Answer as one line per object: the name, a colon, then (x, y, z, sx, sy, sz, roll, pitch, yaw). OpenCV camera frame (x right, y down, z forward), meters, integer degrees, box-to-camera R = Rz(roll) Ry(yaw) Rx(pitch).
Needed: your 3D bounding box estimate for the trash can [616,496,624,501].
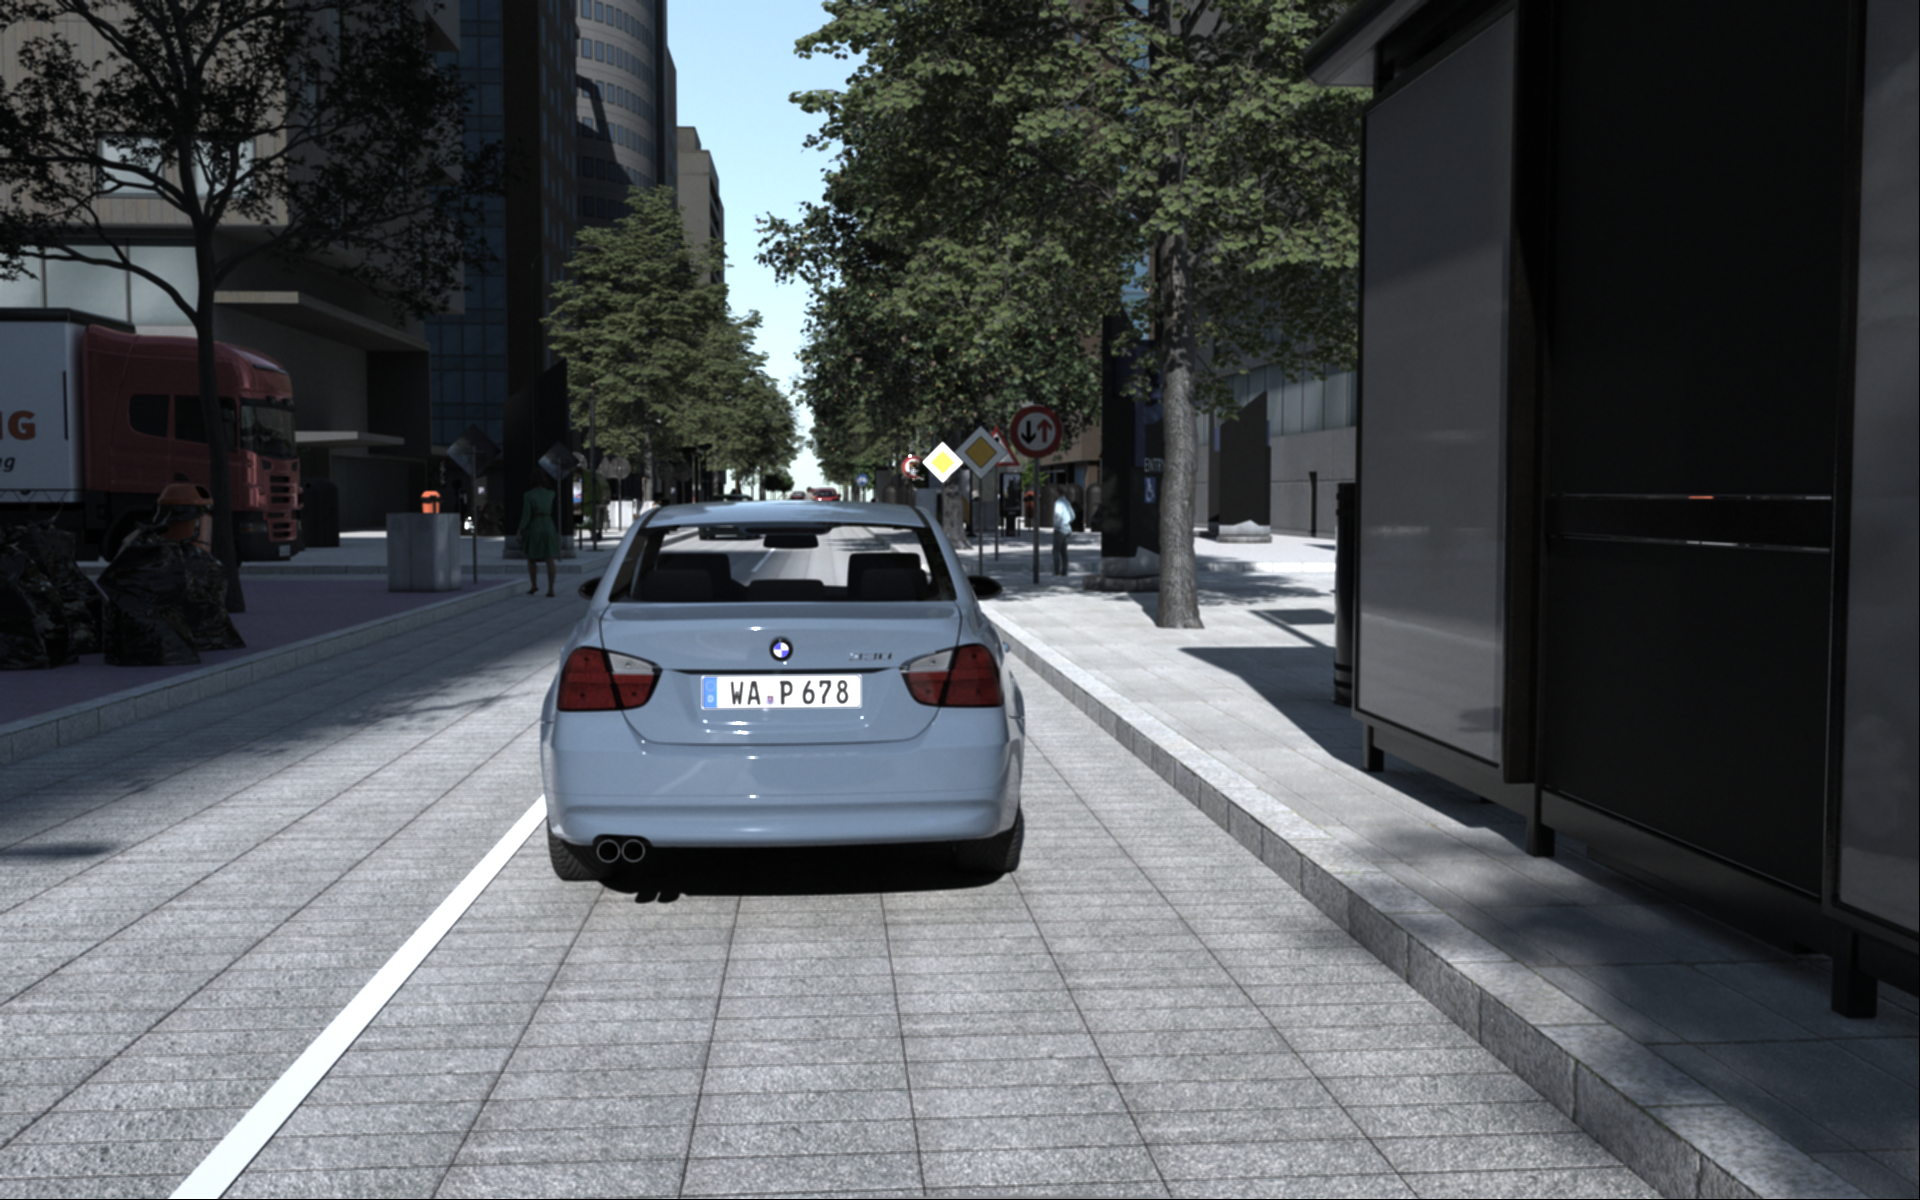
trash can: (-20.329, -5.654, 104.095, 0.748, 1.137, 0.748, 0, 3, 0)

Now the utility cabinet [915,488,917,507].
utility cabinet: (-1.244, -3.776, 70.423, 0.318, 1.500, 1.173, 3, 5, 44)

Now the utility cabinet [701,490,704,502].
utility cabinet: (-12.538, -4.575, 83.477, 0.318, 1.500, 1.173, -2, 4, -28)

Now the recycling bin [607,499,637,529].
recycling bin: (-12.504, -3.132, 63.754, 0.722, 1.027, 0.722, -3, 5, -41)

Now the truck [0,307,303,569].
truck: (-15.689, -2.340, 27.167, 11.283, 4.237, 2.839, 0, 4, -3)

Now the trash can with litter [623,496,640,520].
trash can with litter: (-16.043, -4.500, 84.963, 1.055, 1.170, 0.624, 2, 4, 33)

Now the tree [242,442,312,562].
tree: (-13.546, -2.372, 33.377, 1.663, 3.219, 1.824, 0, 3, 0)

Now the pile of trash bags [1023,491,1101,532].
pile of trash bags: (3.756, -3.015, 59.041, 3.447, 1.369, 1.912, 2, 4, 25)

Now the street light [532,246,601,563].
street light: (-7.416, -3.666, 32.483, 1.470, 5.913, 1.316, 0, 4, -5)

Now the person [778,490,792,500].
person: (-13.687, -7.697, 135.126, 1.217, 1.735, 0.721, 1, 4, 15)

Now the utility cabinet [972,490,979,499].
utility cabinet: (0.533, -5.391, 96.825, 1.173, 1.500, 0.318, 2, 4, 26)

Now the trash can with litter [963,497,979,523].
trash can with litter: (0.474, -4.032, 77.314, 1.055, 1.170, 0.624, -2, 4, -33)

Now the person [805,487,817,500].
person: (-7.155, -4.589, 83.895, 0.716, 1.782, 0.532, 2, 4, 28)

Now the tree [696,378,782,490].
tree: (-16.857, -11.995, 130.537, 7.601, 10.594, 8.767, 1, 4, 10)

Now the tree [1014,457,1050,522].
tree: (3.243, -5.221, 79.967, 1.663, 3.219, 1.824, 0, 3, 0)

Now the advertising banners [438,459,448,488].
advertising banners: (-24.509, -5.117, 79.855, 2.074, 3.025, 0.090, 1, 4, 13)

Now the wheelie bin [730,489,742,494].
wheelie bin: (-13.782, -6.044, 106.732, 0.980, 1.594, 0.693, 2, 4, 30)

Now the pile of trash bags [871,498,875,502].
pile of trash bags: (-4.015, -5.947, 106.992, 1.912, 1.369, 3.447, 1, 4, 19)

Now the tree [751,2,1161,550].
tree: (-0.106, -7.515, 39.873, 9.611, 12.733, 9.660, 0, 3, 0)

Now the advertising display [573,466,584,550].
advertising display: (-9.140, -2.113, 39.760, 0.974, 1.923, 0.123, -2, 4, -25)

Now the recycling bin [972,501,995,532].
recycling bin: (0.789, -2.873, 59.520, 0.722, 1.027, 0.722, 2, 4, 30)

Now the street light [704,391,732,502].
street light: (-10.962, -6.463, 78.208, 1.470, 5.913, 1.316, 0, 4, -5)

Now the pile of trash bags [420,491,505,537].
pile of trash bags: (-14.542, -2.599, 52.249, 3.447, 1.369, 1.912, -2, 4, -35)

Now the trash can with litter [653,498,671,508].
trash can with litter: (-9.554, -2.666, 54.971, 0.624, 1.170, 1.055, -2, 4, -24)

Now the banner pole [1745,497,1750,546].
banner pole: (15.960, -2.764, 35.208, 0.401, 3.779, 0.863, 0, 4, 5)

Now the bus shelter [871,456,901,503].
bus shelter: (-3.799, -6.141, 94.333, 2.014, 3.302, 5.546, 0, 4, -4)

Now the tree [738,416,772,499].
tree: (-18.276, -12.249, 150.626, 4.360, 8.622, 3.978, 0, 3, 0)

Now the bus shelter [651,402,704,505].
bus shelter: (-12.822, -6.131, 77.882, 2.179, 5.291, 8.768, 0, 4, -5)

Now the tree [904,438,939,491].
tree: (-0.792, -3.610, 53.627, 1.663, 3.219, 1.824, 0, 3, 0)

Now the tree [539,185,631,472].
tree: (-11.508, -8.898, 63.602, 7.486, 12.596, 7.792, 0, 3, 0)

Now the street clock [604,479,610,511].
street clock: (-16.990, -4.781, 82.733, 0.471, 2.002, 0.358, -2, 4, -32)

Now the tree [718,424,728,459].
tree: (-20.690, -16.646, 182.535, 12.009, 13.543, 11.850, 0, 3, 0)

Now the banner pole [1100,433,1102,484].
banner pole: (5.902, -4.994, 71.676, 0.401, 3.779, 0.863, 1, 4, 22)

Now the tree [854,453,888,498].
tree: (-6.639, -9.105, 132.577, 4.285, 4.588, 4.351, 0, 3, 0)

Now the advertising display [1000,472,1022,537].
advertising display: (1.523, -2.865, 52.063, 0.123, 1.923, 0.974, 3, 4, 37)

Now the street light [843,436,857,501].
street light: (-6.497, -8.281, 107.928, 1.470, 5.913, 1.316, 0, 4, -5)

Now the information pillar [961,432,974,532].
information pillar: (0.229, -4.110, 58.555, 0.183, 3.616, 0.504, -3, 4, -39)

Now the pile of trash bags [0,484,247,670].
pile of trash bags: (-6.844, -0.275, 14.249, 1.912, 1.369, 3.447, 0, 4, -7)

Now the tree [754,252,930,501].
tree: (-3.392, -10.692, 85.187, 12.009, 13.543, 11.850, 0, 3, 0)

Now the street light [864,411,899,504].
street light: (-2.794, -5.491, 62.314, 1.470, 5.913, 1.316, 0, 4, -5)

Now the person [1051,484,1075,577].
person: (1.690, -1.138, 28.925, 0.330, 1.601, 0.589, 3, 5, 40)

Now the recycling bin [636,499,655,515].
recycling bin: (-10.895, -2.994, 61.513, 0.722, 1.027, 0.722, -3, 5, -43)

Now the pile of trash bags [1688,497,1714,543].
pile of trash bags: (15.790, -1.881, 40.512, 3.447, 1.369, 1.912, 2, 4, 29)

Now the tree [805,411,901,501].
tree: (-12.244, -17.805, 197.764, 9.857, 13.997, 8.962, 0, 3, 0)

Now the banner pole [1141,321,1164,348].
banner pole: (2.723, -2.124, 24.741, 0.863, 3.779, 0.401, 0, 4, -4)

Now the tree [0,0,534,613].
tree: (-8.236, -5.135, 18.372, 7.601, 10.594, 8.767, -1, 4, -20)

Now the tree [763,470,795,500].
tree: (-26.667, -17.115, 263.541, 4.285, 4.588, 4.351, 0, 3, 0)

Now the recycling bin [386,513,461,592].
recycling bin: (-7.105, -0.637, 22.969, 0.722, 1.027, 0.722, 1, 4, 11)

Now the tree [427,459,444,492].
tree: (-24.054, -5.115, 78.230, 1.663, 3.219, 1.824, 0, 3, 0)

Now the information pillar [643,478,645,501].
information pillar: (-14.126, -4.504, 78.140, 0.304, 2.012, 0.304, 0, 4, 1)

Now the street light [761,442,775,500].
street light: (-17.145, -11.131, 154.529, 1.470, 5.913, 1.316, 0, 4, -5)

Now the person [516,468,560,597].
person: (-5.877, -0.946, 24.217, 0.600, 1.795, 0.529, -3, 5, -45)

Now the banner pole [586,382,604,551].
banner pole: (-8.211, -2.977, 38.694, 0.401, 3.779, 0.863, 0, 4, -4)

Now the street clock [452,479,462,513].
street clock: (-23.988, -4.773, 82.606, 0.358, 2.002, 0.471, 2, 4, 25)

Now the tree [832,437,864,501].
tree: (-10.529, -13.670, 173.869, 4.737, 8.622, 4.395, 0, 3, 0)

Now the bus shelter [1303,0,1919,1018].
bus shelter: (2.778, -1.766, 6.509, 2.179, 5.291, 8.768, 0, 4, -4)

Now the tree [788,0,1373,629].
tree: (1.800, -5.988, 16.037, 7.486, 12.596, 7.792, 0, 3, 0)
